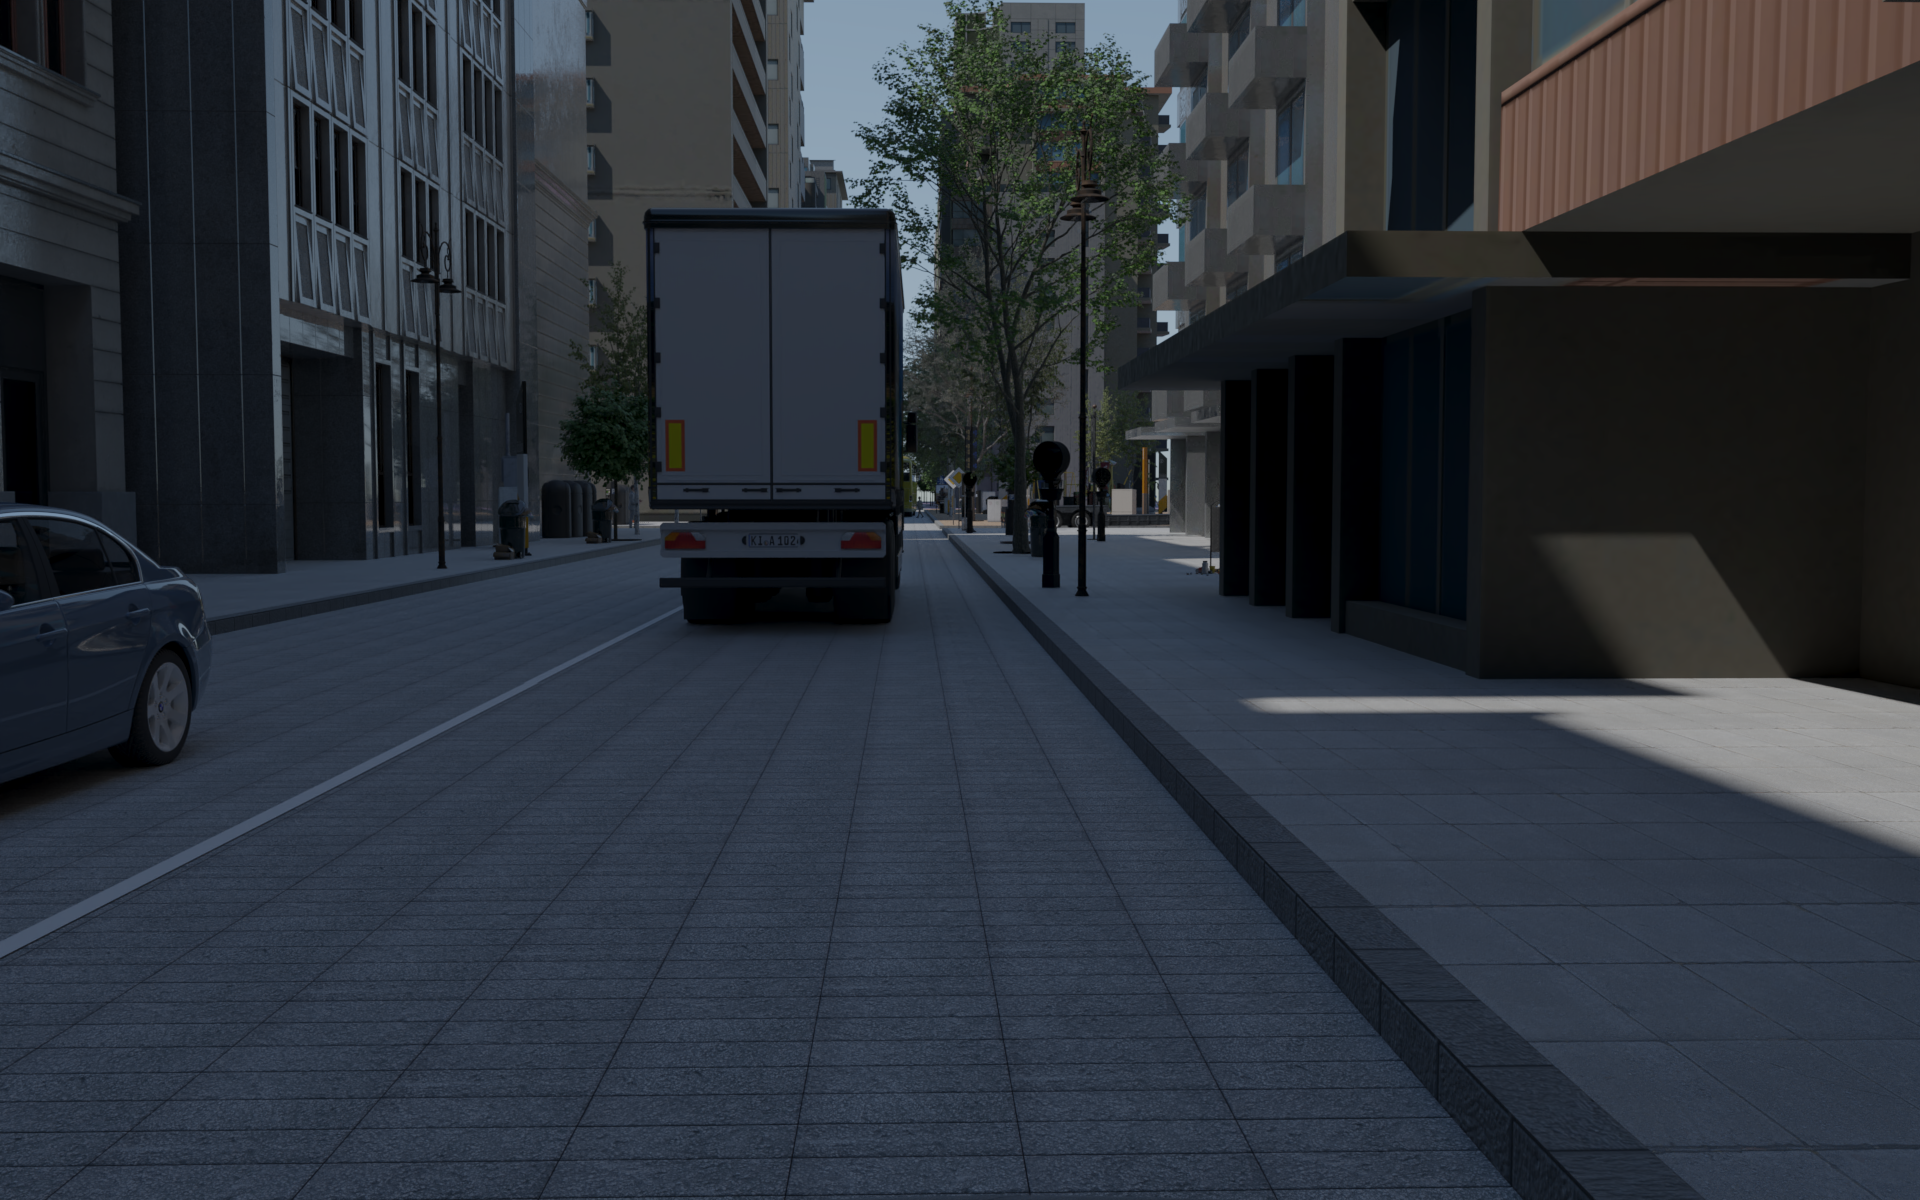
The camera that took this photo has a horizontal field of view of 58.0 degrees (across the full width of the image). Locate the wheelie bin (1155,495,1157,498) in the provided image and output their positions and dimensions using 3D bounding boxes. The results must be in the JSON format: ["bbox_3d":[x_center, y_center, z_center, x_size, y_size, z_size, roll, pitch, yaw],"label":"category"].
[{"bbox_3d":[14.586,-7.644,132.887,0.980,1.594,0.693,-1,4,-11],"label":"wheelie bin"}]

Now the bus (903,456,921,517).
[{"bbox_3d":[-4.134,-7.306,111.002,2.896,3.916,12.252,0,4,0],"label":"bus"}]

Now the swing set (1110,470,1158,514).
[{"bbox_3d":[11.160,-6.871,109.959,2.862,2.851,3.119,0,4,-5],"label":"swing set"}]

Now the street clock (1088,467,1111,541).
[{"bbox_3d":[3.831,-2.590,46.919,0.471,2.002,0.358,-1,4,-16],"label":"street clock"}]

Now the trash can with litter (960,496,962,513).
[{"bbox_3d":[0.242,-6.401,116.044,0.624,1.170,1.055,0,4,3],"label":"trash can with litter"}]

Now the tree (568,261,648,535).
[{"bbox_3d":[-10.185,-6.362,54.386,4.737,8.622,4.395,0,3,0],"label":"tree"}]

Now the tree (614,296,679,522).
[{"bbox_3d":[-10.035,-6.746,60.665,4.360,8.622,3.978,0,3,0],"label":"tree"}]

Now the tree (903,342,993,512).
[{"bbox_3d":[-1.285,-12.724,126.169,7.486,12.596,7.792,0,3,0],"label":"tree"}]

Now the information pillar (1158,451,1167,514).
[{"bbox_3d":[10.932,-6.247,93.494,0.504,3.616,0.183,-1,4,-14],"label":"information pillar"}]

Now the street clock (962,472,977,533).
[{"bbox_3d":[0.320,-3.188,56.693,0.471,2.002,0.358,0,4,-4],"label":"street clock"}]

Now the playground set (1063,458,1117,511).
[{"bbox_3d":[10.850,-8.983,133.648,5.637,4.214,5.302,0,4,2],"label":"playground set"}]

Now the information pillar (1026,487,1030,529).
[{"bbox_3d":[2.276,-3.454,60.973,0.304,2.012,0.304,1,4,16],"label":"information pillar"}]

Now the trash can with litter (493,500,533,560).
[{"bbox_3d":[-8.834,-1.392,34.139,0.624,1.170,1.055,0,4,0],"label":"trash can with litter"}]

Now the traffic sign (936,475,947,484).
[{"bbox_3d":[-1.249,-7.229,118.308,0.768,2.556,0.104,0,4,5],"label":"traffic sign"}]

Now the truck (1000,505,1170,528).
[{"bbox_3d":[11.024,-4.754,67.490,18.799,4.110,2.967,0,4,-2],"label":"truck"}]

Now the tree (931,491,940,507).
[{"bbox_3d":[-1.929,-11.026,174.870,1.663,3.219,1.824,0,3,0],"label":"tree"}]

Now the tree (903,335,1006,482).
[{"bbox_3d":[-1.164,-14.241,139.493,9.857,13.997,8.962,0,3,0],"label":"tree"}]

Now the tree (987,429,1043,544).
[{"bbox_3d":[1.429,-3.077,44.912,1.663,3.219,1.824,0,3,0],"label":"tree"}]

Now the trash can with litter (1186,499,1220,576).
[{"bbox_3d":[4.707,-1.034,27.957,2.233,1.210,1.678,0,4,1],"label":"trash can with litter"}]

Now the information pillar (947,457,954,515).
[{"bbox_3d":[-0.565,-7.051,106.637,0.504,3.616,0.183,-3,5,-43],"label":"information pillar"}]

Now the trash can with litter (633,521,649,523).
[{"bbox_3d":[-15.120,-4.042,77.150,2.233,1.210,1.678,2,4,28],"label":"trash can with litter"}]

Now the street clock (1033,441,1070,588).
[{"bbox_3d":[1.248,-1.169,23.691,0.471,2.002,0.358,2,4,32],"label":"street clock"}]

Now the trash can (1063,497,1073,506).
[{"bbox_3d":[6.360,-5.500,101.579,0.748,1.137,0.748,0,3,0],"label":"trash can"}]

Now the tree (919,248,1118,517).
[{"bbox_3d":[1.711,-6.216,51.995,4.360,8.622,3.978,0,3,0],"label":"tree"}]

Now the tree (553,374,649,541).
[{"bbox_3d":[-9.463,-3.907,47.588,4.285,4.588,4.351,0,3,0],"label":"tree"}]

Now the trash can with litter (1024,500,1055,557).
[{"bbox_3d":[1.639,-1.476,35.520,0.624,1.170,1.055,0,4,4],"label":"trash can with litter"}]

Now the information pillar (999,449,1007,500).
[{"bbox_3d":[2.242,-6.018,89.751,0.504,3.616,0.183,0,4,-3],"label":"information pillar"}]

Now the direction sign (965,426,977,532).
[{"bbox_3d":[0.370,-4.042,58.088,0.379,3.537,0.876,2,4,26],"label":"direction sign"}]

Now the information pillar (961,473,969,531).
[{"bbox_3d":[0.245,-3.445,60.810,0.304,2.012,0.304,-1,4,-23],"label":"information pillar"}]

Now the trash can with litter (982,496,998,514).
[{"bbox_3d":[1.755,-6.062,110.500,0.624,1.170,1.055,-3,4,-36],"label":"trash can with litter"}]

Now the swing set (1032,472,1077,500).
[{"bbox_3d":[6.894,-7.740,124.173,3.119,2.851,2.862,-1,4,-14],"label":"swing set"}]

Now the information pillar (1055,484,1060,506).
[{"bbox_3d":[5.226,-5.466,93.864,0.304,2.012,0.304,-1,4,-19],"label":"information pillar"}]

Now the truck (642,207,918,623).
[{"bbox_3d":[-1.981,-2.060,22.600,2.839,4.237,11.283,0,4,-1],"label":"truck"}]

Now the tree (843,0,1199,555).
[{"bbox_3d":[1.147,-6.802,36.965,9.928,11.665,9.643,0,3,0],"label":"tree"}]

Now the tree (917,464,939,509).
[{"bbox_3d":[-3.133,-12.700,191.352,4.285,4.588,4.351,0,3,0],"label":"tree"}]

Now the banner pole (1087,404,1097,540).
[{"bbox_3d":[3.697,-3.557,48.168,0.401,3.779,0.863,1,4,15],"label":"banner pole"}]

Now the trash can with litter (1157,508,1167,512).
[{"bbox_3d":[14.761,-6.936,124.786,1.055,1.170,0.624,-3,5,-39],"label":"trash can with litter"}]

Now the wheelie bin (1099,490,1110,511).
[{"bbox_3d":[10.745,-7.402,128.936,0.980,1.594,0.693,3,5,42],"label":"wheelie bin"}]

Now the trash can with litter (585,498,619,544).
[{"bbox_3d":[-9.348,-2.061,45.080,0.624,1.170,1.055,1,4,10],"label":"trash can with litter"}]

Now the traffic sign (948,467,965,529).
[{"bbox_3d":[-0.040,-3.684,63.876,0.795,2.450,0.064,0,4,-2],"label":"traffic sign"}]

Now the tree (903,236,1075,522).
[{"bbox_3d":[0.698,-10.440,81.066,12.009,13.543,11.850,0,3,0],"label":"tree"}]

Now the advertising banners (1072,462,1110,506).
[{"bbox_3d":[7.107,-5.985,94.042,2.074,3.025,0.090,0,4,1],"label":"advertising banners"}]

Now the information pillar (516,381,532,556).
[{"bbox_3d":[-9.105,-2.733,36.036,0.183,3.616,0.504,-2,4,-31],"label":"information pillar"}]

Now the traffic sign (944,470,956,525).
[{"bbox_3d":[-0.275,-4.172,71.858,0.795,2.450,0.064,0,4,-2],"label":"traffic sign"}]
